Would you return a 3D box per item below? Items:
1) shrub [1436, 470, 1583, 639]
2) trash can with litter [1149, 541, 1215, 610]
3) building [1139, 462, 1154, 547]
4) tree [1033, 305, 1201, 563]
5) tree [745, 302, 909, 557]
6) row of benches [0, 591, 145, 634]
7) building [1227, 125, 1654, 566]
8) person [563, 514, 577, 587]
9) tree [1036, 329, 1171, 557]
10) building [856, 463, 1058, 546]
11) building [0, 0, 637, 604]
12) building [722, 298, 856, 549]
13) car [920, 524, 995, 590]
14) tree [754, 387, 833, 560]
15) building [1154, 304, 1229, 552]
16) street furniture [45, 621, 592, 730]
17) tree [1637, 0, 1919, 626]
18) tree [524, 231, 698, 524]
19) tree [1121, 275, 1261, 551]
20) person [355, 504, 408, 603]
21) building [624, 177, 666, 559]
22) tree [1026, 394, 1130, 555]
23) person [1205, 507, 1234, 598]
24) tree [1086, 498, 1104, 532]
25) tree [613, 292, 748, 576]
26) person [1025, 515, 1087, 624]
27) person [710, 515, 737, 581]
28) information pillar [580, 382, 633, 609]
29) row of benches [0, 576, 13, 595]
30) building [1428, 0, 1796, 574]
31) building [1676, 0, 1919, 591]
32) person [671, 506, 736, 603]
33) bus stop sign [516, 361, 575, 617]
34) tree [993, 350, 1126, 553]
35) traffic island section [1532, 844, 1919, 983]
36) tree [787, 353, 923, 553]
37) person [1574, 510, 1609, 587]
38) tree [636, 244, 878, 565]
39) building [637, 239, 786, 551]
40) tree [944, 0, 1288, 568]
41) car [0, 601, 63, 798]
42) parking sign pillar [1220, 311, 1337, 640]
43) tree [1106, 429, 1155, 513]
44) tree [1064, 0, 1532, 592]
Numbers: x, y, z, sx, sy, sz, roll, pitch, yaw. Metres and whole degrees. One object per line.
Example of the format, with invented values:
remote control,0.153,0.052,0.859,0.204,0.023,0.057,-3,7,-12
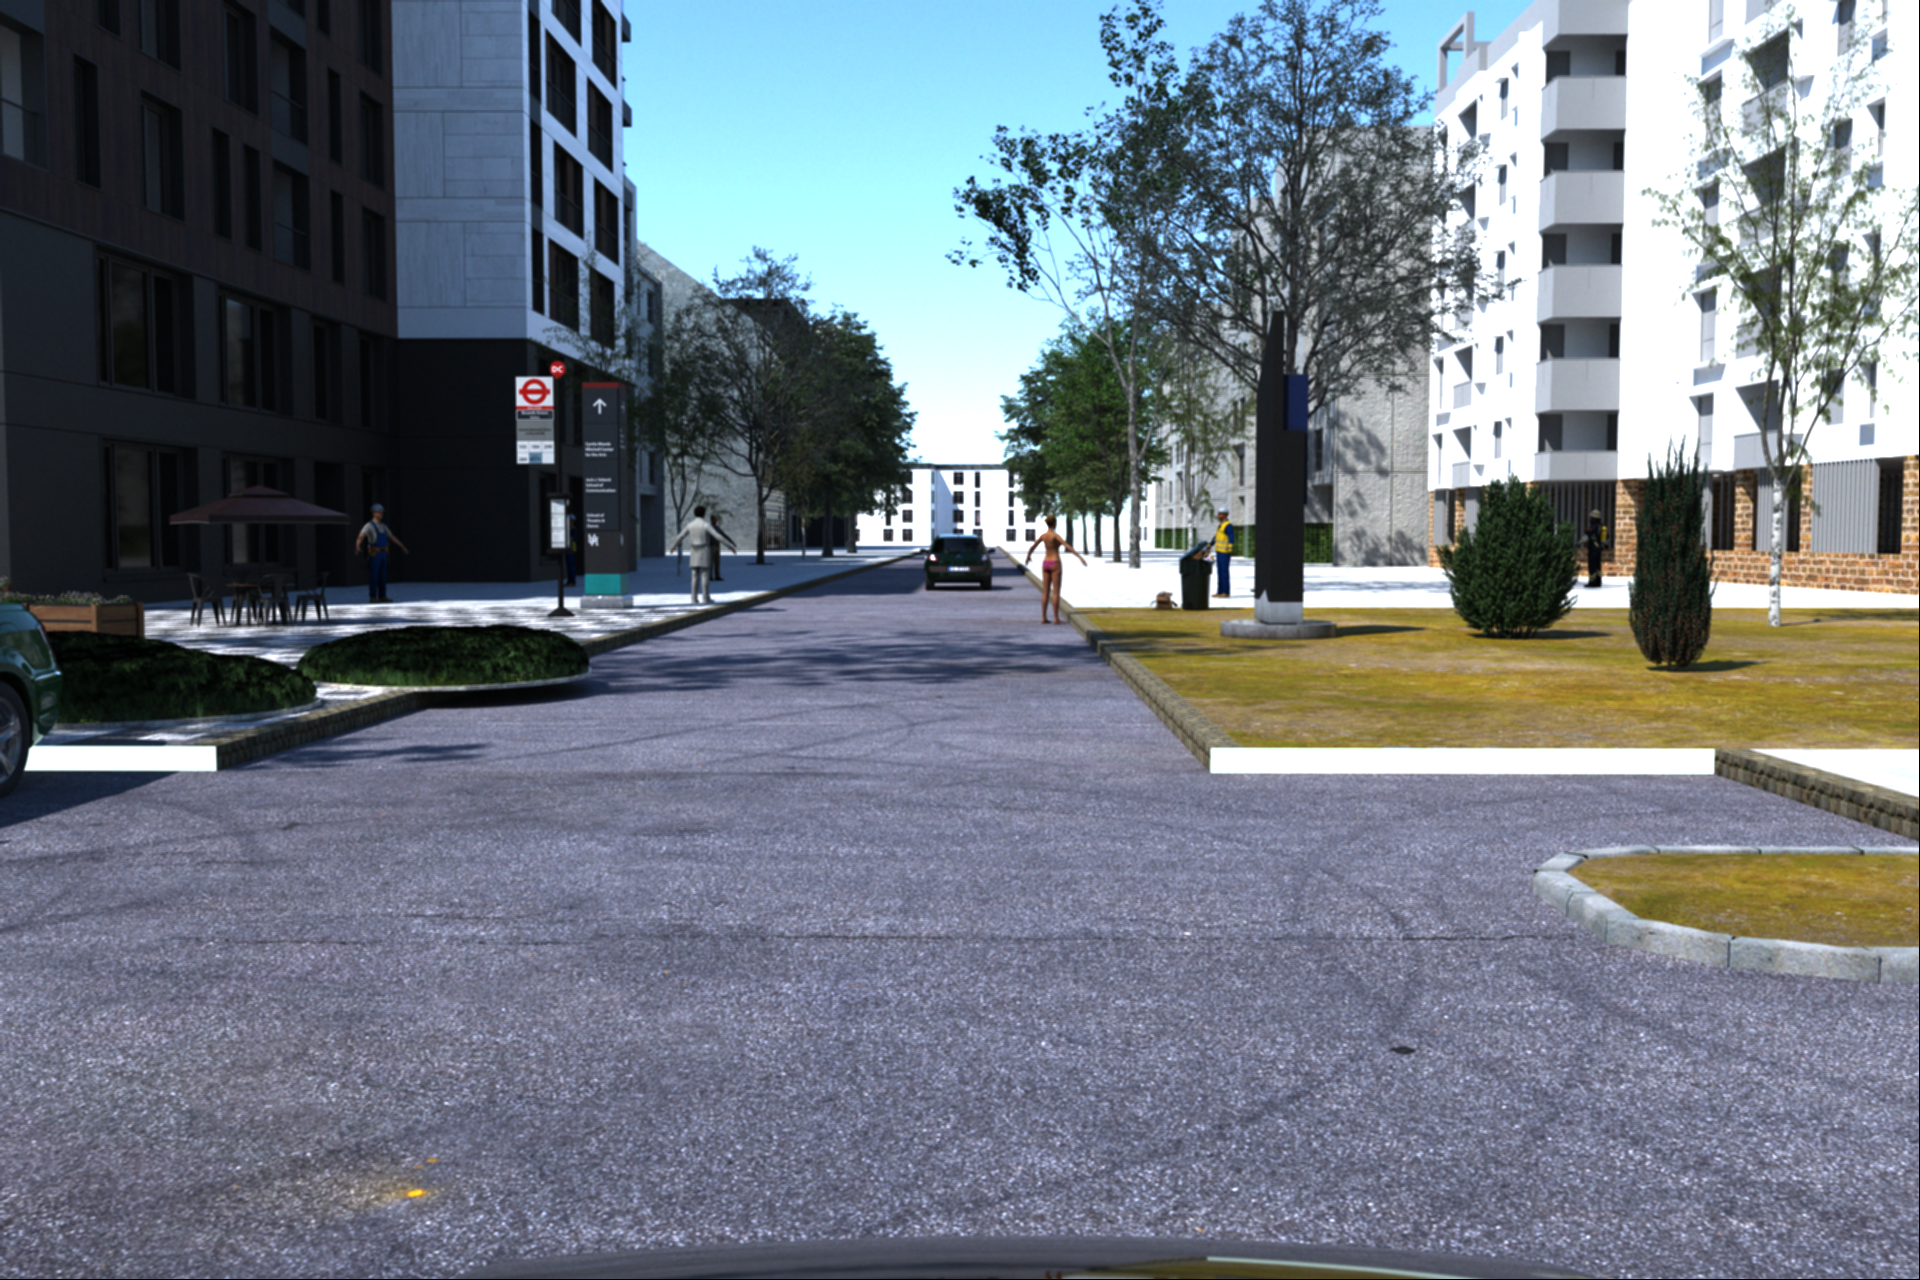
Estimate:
shrub,6.801,-1.064,21.442,1.661,2.075,1.752,0,3,0
trash can with litter,3.737,-1.088,29.181,1.055,1.170,0.624,0,4,0
building,23.556,-14.232,174.834,9.099,9.664,28.070,0,4,1
tree,7.105,-9.311,77.984,9.928,11.665,9.643,0,3,0
tree,-7.446,-11.656,97.232,9.857,13.997,8.962,0,3,0
row of benches,-10.823,-0.224,19.123,4.104,0.672,1.422,1,4,21
building,23.507,-13.287,83.694,16.747,18.905,31.486,0,4,1
person,-9.594,-2.190,42.270,0.721,1.772,1.216,-2,4,-27
tree,7.882,-10.814,94.928,7.486,12.596,7.792,0,3,0
building,-2.726,-15.940,205.222,28.070,9.664,9.099,1,4,10
building,-25.294,-12.181,43.138,27.936,21.610,32.646,0,4,1
building,-25.184,-19.739,166.709,27.936,21.610,32.646,0,4,1
car,-0.055,-2.182,45.462,2.009,1.686,4.222,0,4,-1
tree,-7.581,-8.309,86.216,4.360,8.622,3.978,0,3,0
building,25.844,-16.818,141.426,16.747,18.905,31.486,0,4,1
street furniture,-8.264,0.099,14.010,10.072,0.657,5.734,0,4,-4
tree,11.154,-4.505,24.015,4.360,8.622,3.978,0,3,0
tree,-9.028,-5.670,43.060,4.360,8.622,3.978,0,3,0
tree,6.231,-5.993,48.349,4.360,8.622,3.978,0,3,0
person,-10.869,-1.623,32.398,0.705,1.847,1.347,2,4,24
building,-24.857,-13.073,80.205,16.747,18.905,31.486,0,4,0
tree,7.454,-10.537,106.689,7.601,10.594,8.767,1,4,12
person,5.284,-1.773,34.950,0.705,1.833,1.349,-1,4,-12
tree,16.750,-15.779,208.349,4.360,8.622,3.978,0,3,0
tree,-8.607,-6.277,52.989,4.360,8.622,3.978,0,3,0
person,1.515,-1.128,27.709,1.217,1.733,0.721,3,5,41
person,-6.734,-2.525,47.552,1.348,1.796,0.705,-3,5,-44
information pillar,-6.119,-2.480,29.920,0.750,3.857,0.750,0,4,2
row of benches,-14.118,-0.590,25.105,1.422,0.672,4.104,-2,4,-28
building,22.947,-12.713,64.278,16.016,20.090,11.380,0,4,1
building,25.133,-11.600,46.086,16.016,20.090,11.380,0,4,1
person,-4.818,-1.594,32.256,1.347,1.806,0.705,1,4,18
bus stop sign,-6.426,-2.332,26.831,0.855,3.939,0.416,0,3,0
tree,7.307,-12.859,116.895,9.857,13.997,8.962,0,3,0
traffic island section,3.271,1.000,6.514,1.991,0.108,1.994,0,4,2
tree,-7.263,-12.711,114.478,9.857,13.997,8.962,0,3,0
person,15.272,-2.198,41.722,1.354,1.856,0.705,-3,4,-37
tree,-8.326,-9.929,72.701,12.009,13.543,11.850,0,3,0
building,-24.031,-18.700,136.681,19.493,23.208,18.063,0,4,0
tree,5.633,-12.679,63.190,12.611,20.169,13.585,0,3,0
car,-6.121,0.232,7.997,2.131,1.459,4.920,0,4,1
parking sign pillar,3.990,-2.028,21.627,1.447,3.967,1.447,0,4,1
tree,20.838,-17.755,200.662,12.009,13.543,11.850,0,3,0
tree,7.111,-7.800,37.897,12.009,13.543,11.850,0,3,0
